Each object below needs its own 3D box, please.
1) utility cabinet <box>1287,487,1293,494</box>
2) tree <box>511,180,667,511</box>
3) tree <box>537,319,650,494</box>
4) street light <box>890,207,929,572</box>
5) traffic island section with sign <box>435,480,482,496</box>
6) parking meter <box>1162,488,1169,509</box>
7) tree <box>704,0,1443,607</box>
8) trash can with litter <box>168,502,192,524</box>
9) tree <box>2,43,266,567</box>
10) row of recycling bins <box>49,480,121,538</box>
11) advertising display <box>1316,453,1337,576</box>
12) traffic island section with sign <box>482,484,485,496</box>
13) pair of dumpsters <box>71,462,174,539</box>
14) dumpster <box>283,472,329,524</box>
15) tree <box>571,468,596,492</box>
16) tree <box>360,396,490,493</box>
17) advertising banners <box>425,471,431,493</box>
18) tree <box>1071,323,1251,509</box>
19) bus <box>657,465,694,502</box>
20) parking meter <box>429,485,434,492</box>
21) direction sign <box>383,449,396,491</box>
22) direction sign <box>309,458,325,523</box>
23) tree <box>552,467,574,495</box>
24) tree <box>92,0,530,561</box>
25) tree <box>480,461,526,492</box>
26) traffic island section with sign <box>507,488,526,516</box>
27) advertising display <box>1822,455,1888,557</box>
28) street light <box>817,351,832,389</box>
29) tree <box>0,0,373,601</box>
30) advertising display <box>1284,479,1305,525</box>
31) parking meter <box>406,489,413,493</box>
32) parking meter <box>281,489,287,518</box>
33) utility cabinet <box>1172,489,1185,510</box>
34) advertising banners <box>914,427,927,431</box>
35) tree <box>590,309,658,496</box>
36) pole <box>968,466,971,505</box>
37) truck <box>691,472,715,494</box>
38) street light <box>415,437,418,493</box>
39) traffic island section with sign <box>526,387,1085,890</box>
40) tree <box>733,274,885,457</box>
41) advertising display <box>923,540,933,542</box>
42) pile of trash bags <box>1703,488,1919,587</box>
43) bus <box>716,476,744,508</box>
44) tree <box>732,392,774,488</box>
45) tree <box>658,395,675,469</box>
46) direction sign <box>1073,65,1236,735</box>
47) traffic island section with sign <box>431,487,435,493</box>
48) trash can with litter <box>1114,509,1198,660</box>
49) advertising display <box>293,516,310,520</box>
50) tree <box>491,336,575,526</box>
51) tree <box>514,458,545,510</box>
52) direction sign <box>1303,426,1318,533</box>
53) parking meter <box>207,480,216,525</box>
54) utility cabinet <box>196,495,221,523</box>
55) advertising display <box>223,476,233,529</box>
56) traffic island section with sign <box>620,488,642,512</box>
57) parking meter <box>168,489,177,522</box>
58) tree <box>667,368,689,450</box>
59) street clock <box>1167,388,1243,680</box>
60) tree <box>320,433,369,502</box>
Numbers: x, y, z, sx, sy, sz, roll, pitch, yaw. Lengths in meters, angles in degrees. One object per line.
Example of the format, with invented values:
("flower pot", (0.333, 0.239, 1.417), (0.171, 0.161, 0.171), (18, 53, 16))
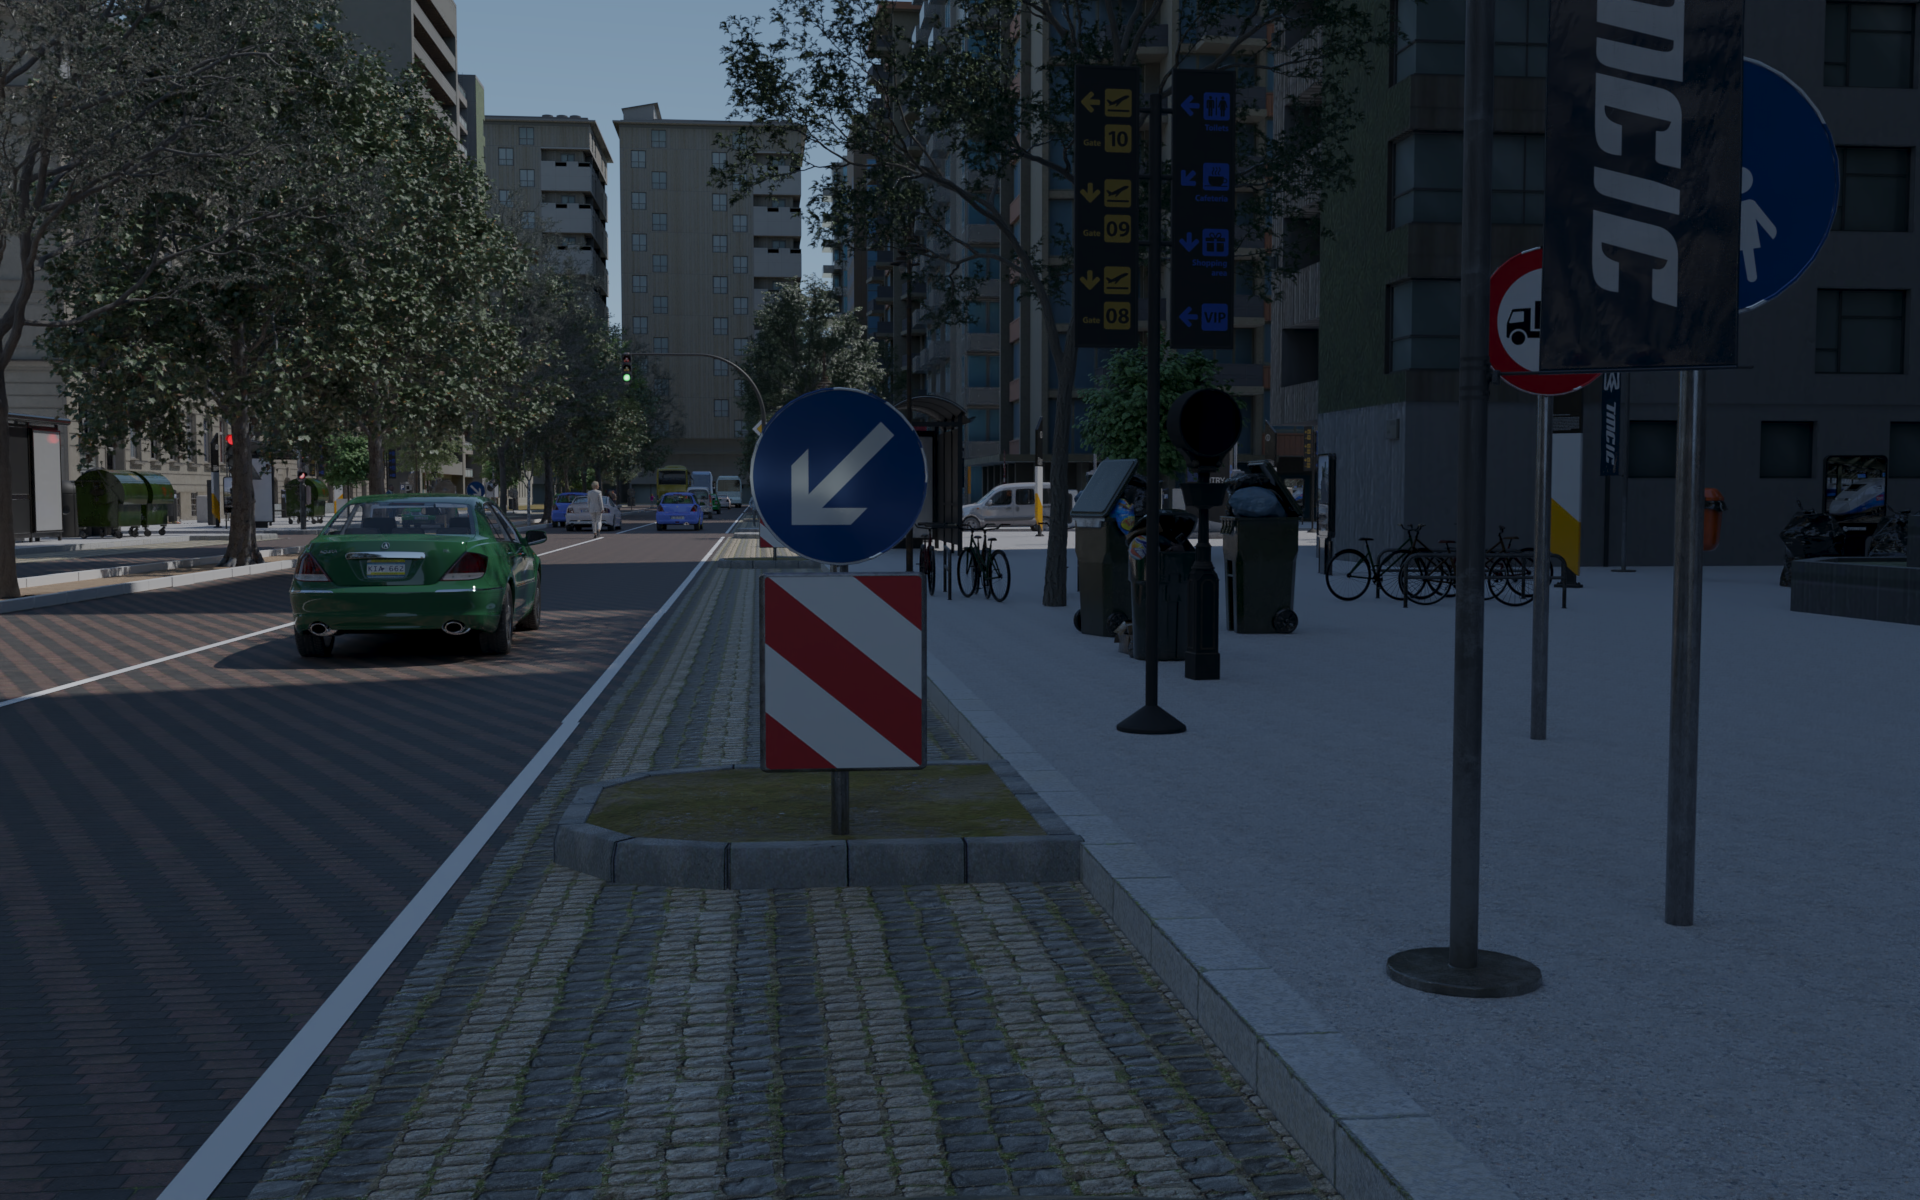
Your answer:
("utility cabinet", (10.145, -2.878, 55.739), (1.173, 1.500, 0.318), (-2, 4, -28))
("tree", (-17.897, -9.461, 67.511), (12.009, 13.543, 11.850), (0, 3, 0))
("tree", (-21.997, -10.595, 101.447), (9.928, 11.665, 9.643), (0, 3, 0))
("street light", (-0.763, -3.257, 26.037), (0.468, 5.910, 1.993), (0, 4, -7))
("traffic island section with sign", (-16.620, -2.899, 55.539), (2.006, 1.907, 1.989), (0, 4, -7))
("parking meter", (8.663, -3.973, 73.370), (0.372, 1.533, 0.369), (0, 3, 0))
("tree", (1.013, -5.185, 19.188), (8.767, 10.594, 7.601), (1, 4, 8))
("trash can with litter", (-34.295, -3.863, 74.219), (2.233, 1.210, 1.678), (0, 4, -2))
("tree", (-14.158, -7.001, 33.936), (9.611, 12.733, 9.660), (0, 3, 0))
("row of recycling bins", (-26.561, -2.775, 52.482), (1.069, 1.692, 3.534), (0, 4, -2))
("advertising display", (5.845, -1.373, 27.659), (0.123, 1.923, 0.974), (0, 4, 1))
("traffic island section with sign", (-17.465, -3.349, 62.898), (2.006, 1.907, 1.989), (0, 4, -7))
("pair of dumpsters", (-24.839, -2.993, 51.431), (1.574, 2.255, 4.437), (0, 4, -7))
("dumpster", (-27.997, -4.380, 74.103), (1.502, 2.255, 1.985), (0, 4, -7))
("tree", (-39.675, -12.153, 182.411), (4.285, 4.588, 4.351), (0, 3, 0))
("tree", (-31.393, -11.108, 99.749), (7.486, 12.596, 7.792), (0, 3, 0))
("advertising banners", (-33.755, -6.955, 109.898), (0.090, 3.025, 2.074), (-2, 4, -26))
("tree", (3.853, -3.032, 33.294), (4.285, 4.588, 4.351), (0, 3, 0))
("bus", (-24.298, -9.541, 147.548), (2.896, 3.916, 12.252), (0, 4, -7))
("parking meter", (-33.966, -6.461, 111.347), (0.255, 1.863, 0.399), (-2, 4, -35))
("direction sign", (-28.950, -5.842, 87.513), (0.876, 3.537, 0.379), (-1, 4, -22))
("direction sign", (-28.317, -5.155, 76.289), (0.876, 3.537, 0.379), (2, 4, 25))
("tree", (-36.758, -12.671, 157.537), (4.737, 8.622, 4.395), (0, 3, 0))
("tree", (-14.906, -7.617, 43.998), (9.611, 12.733, 9.660), (0, 3, 0))
("tree", (-33.944, -8.849, 128.397), (4.285, 4.588, 4.351), (0, 3, 0))
("traffic island section with sign", (-29.345, -6.431, 113.778), (1.989, 1.847, 2.006), (0, 4, -7))
("advertising display", (14.759, -1.430, 28.598), (0.974, 1.923, 0.123), (0, 4, 8))
("street light", (-4.397, -5.100, 56.174), (0.468, 5.910, 1.993), (0, 4, -7))
("tree", (-12.974, -6.744, 23.086), (12.009, 13.543, 11.850), (0, 3, 0))
("advertising display", (14.014, -4.125, 72.650), (0.974, 1.923, 0.123), (3, 5, 45))
("parking meter", (-30.432, -5.340, 95.713), (0.372, 1.533, 0.369), (0, 3, 0))
("parking meter", (-36.213, -5.167, 92.890), (0.372, 1.533, 0.369), (0, 3, 0))
("utility cabinet", (9.336, -3.821, 71.159), (1.173, 1.500, 0.318), (2, 4, 27))
("advertising banners", (-1.820, -2.873, 43.153), (2.074, 3.025, 0.090), (-1, 4, -14))
("tree", (-19.975, -10.055, 83.857), (9.611, 12.733, 9.660), (0, 3, 0))
("pole", (0.577, -7.017, 108.567), (0.158, 3.312, 0.155), (0, 3, 0))
("truck", (-30.493, -12.976, 201.911), (2.967, 4.110, 18.799), (0, 4, -5))
("street light", (-29.333, -7.379, 93.435), (0.468, 5.910, 1.993), (0, 4, -7))
("traffic island section with sign", (-0.636, 0.088, 7.196), (1.989, 1.847, 2.006), (0, 4, -7))
("tree", (-8.298, -11.834, 100.133), (9.857, 13.997, 8.962), (0, 3, 0))
("advertising display", (-0.866, -2.493, 45.979), (0.123, 1.923, 0.974), (-2, 4, -33))
("pile of trash bags", (11.924, -0.900, 24.465), (3.447, 1.369, 1.912), (3, 5, 42))
("bus", (-24.359, -11.511, 183.063), (2.948, 3.499, 13.247), (0, 4, -7))
("tree", (-20.906, -17.620, 205.099), (9.611, 12.733, 9.660), (0, 3, 0))
("tree", (-23.280, -11.726, 111.183), (9.611, 12.733, 9.660), (0, 3, 0))
("direction sign", (1.040, -1.059, 9.305), (0.876, 3.537, 0.379), (-1, 4, -9))
("traffic island section with sign", (-26.238, -4.793, 86.998), (1.989, 1.847, 2.006), (0, 4, -7))
("trash can with litter", (1.465, -0.138, 13.648), (0.624, 1.170, 1.055), (-1, 4, -14))
("advertising display", (-32.551, -4.915, 85.577), (0.974, 1.923, 0.123), (1, 4, 14))
("tree", (-19.167, -7.583, 76.808), (4.360, 8.622, 3.978), (0, 3, 0))
("tree", (-34.734, -13.373, 136.775), (7.486, 12.596, 7.792), (0, 3, 0))
("direction sign", (11.716, -4.005, 57.473), (0.379, 3.537, 0.876), (-2, 4, -33))
("parking meter", (-30.750, -4.009, 71.258), (0.255, 1.863, 0.399), (1, 4, 15))
("utility cabinet", (-33.570, -4.049, 77.369), (1.020, 1.237, 0.306), (1, 4, 11))
("advertising display", (-26.548, -3.572, 63.620), (0.974, 1.923, 0.123), (0, 4, -1))
("traffic island section with sign", (-26.144, -7.914, 137.536), (2.006, 1.907, 1.989), (0, 4, -7))
("parking meter", (-35.214, -4.221, 77.431), (0.372, 1.533, 0.369), (0, 3, 0))
("tree", (-24.351, -12.855, 123.013), (12.009, 13.543, 11.850), (0, 3, 0))
("street clock", (1.683, -0.453, 11.971), (0.471, 2.002, 0.358), (-1, 4, -16))
("tree", (-28.811, -5.963, 81.209), (4.285, 4.588, 4.351), (0, 3, 0))
